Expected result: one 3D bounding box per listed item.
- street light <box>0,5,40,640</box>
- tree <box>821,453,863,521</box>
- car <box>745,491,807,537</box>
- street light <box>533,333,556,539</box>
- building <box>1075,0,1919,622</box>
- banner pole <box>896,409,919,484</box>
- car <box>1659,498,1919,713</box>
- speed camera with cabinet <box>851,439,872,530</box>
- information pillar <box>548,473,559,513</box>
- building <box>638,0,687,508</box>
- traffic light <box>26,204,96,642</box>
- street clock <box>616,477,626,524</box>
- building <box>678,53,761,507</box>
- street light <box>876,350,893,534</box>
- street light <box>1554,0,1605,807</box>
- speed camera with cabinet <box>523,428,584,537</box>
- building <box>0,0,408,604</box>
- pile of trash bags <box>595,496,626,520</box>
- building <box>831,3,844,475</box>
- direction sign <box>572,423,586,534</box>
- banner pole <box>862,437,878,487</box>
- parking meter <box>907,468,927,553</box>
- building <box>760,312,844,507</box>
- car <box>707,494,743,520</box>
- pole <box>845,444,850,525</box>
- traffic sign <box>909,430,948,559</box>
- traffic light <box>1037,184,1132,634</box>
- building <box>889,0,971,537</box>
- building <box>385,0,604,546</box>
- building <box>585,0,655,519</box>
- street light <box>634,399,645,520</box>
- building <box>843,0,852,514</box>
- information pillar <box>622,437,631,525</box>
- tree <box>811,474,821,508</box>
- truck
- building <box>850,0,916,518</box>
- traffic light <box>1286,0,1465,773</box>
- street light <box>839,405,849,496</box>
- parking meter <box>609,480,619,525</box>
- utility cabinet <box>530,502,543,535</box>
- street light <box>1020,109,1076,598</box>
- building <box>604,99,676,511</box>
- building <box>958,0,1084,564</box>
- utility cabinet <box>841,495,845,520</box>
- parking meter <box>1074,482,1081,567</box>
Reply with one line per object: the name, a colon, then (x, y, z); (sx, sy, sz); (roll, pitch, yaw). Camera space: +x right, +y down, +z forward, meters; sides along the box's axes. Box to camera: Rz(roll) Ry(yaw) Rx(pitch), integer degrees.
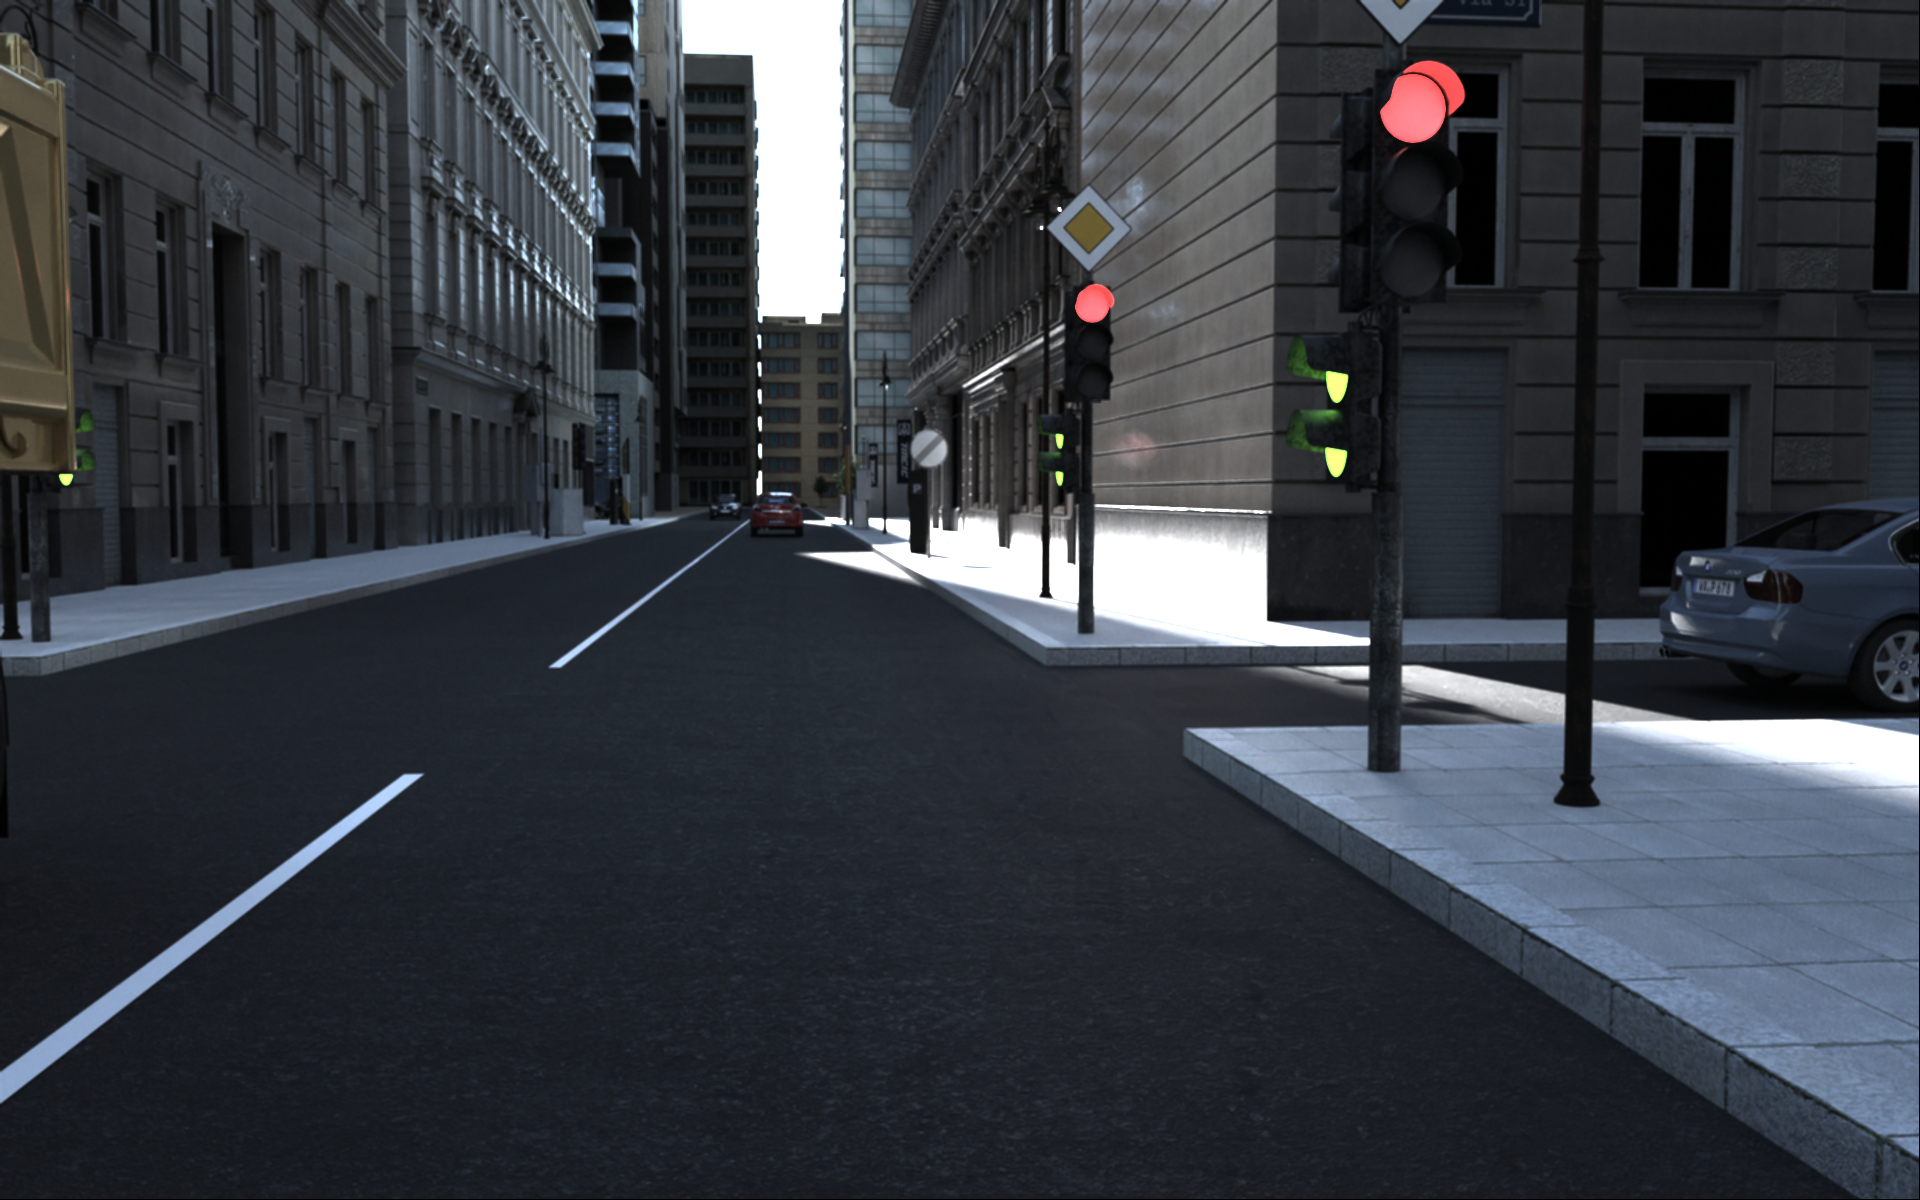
street light: (-8.391, -2.590, 15.140); (0.468, 5.910, 1.993); (0, 4, -6)
tree: (-5.810, -5.729, 88.276); (1.663, 3.219, 1.824); (0, 3, 0)
car: (-6.353, -3.114, 59.950); (2.155, 1.783, 4.494); (0, 4, -6)
street light: (-11.892, -4.703, 49.687); (0.468, 5.910, 1.993); (0, 4, -6)
building: (14.569, -13.831, 23.407); (25.104, 27.353, 12.463); (0, 4, -6)
banner pole: (-1.487, -3.725, 50.916); (0.863, 3.779, 0.401); (1, 4, 22)
car: (7.348, -0.017, 12.282); (4.499, 1.417, 2.014); (0, 4, -6)
speed camera with cabinet: (-3.616, -4.217, 63.282); (0.660, 3.252, 2.038); (0, 4, -8)
information pillar: (-14.075, -3.393, 59.969); (0.304, 2.012, 0.304); (2, 4, 26)
building: (-37.301, -34.166, 147.846); (27.495, 52.752, 28.713); (0, 4, -6)
traffic light: (-7.969, -1.591, 14.937); (0.839, 4.253, 0.868); (0, 4, -6)
street clock: (-14.311, -4.209, 73.385); (0.471, 2.002, 0.358); (-3, 5, -41)
building: (-32.113, -34.227, 183.314); (21.600, 48.544, 21.300); (0, 4, -6)
street light: (-2.425, -5.080, 55.839); (0.468, 5.910, 1.993); (0, 4, -6)
street light: (2.559, -2.093, 7.005); (0.468, 5.910, 1.993); (0, 4, -6)
speed camera with cabinet: (-12.357, -3.568, 52.671); (0.660, 3.252, 2.038); (2, 4, 29)
building: (-17.641, -14.078, 27.436); (12.463, 27.353, 25.104); (0, 4, -6)
pile of trash bags: (-18.382, -4.770, 87.735); (3.447, 1.369, 1.912); (2, 4, 35)
building: (0.796, -32.499, 150.972); (23.786, 49.044, 30.456); (0, 4, -6)
direction sign: (-12.259, -3.901, 55.781); (0.379, 3.537, 0.876); (1, 4, 13)
banner pole: (-3.971, -5.237, 75.642); (0.863, 3.779, 0.401); (1, 4, 13)
parking meter: (-0.924, -1.948, 37.560); (0.399, 1.863, 0.255); (1, 4, 8)
building: (-7.098, -21.072, 189.572); (28.899, 21.520, 27.650); (0, 4, -6)
car: (-13.130, -5.331, 96.946); (2.009, 1.686, 4.222); (0, 4, -7)
pole: (-4.597, -4.713, 70.905); (0.158, 3.312, 0.155); (0, 3, 0)
traffic sign: (-0.615, -2.090, 34.275); (0.768, 2.556, 0.104); (0, 4, -2)
traffic light: (1.144, -1.649, 15.876); (0.839, 4.253, 0.868); (0, 4, -6)
building: (2.465, -13.487, 71.428); (10.553, 20.767, 40.483); (0, 4, -6)
building: (-23.371, -17.480, 62.219); (17.030, 29.872, 44.131); (0, 4, -6)
building: (-29.387, -48.280, 102.054); (22.319, 86.520, 31.000); (0, 4, -6)
street light: (-15.568, -6.823, 84.347); (0.468, 5.910, 1.993); (0, 4, -6)
building: (2.350, -35.395, 120.701); (21.231, 58.520, 28.212); (0, 4, -6)
information pillar: (-13.852, -4.923, 71.851); (0.183, 3.616, 0.504); (-3, 4, -39)
tree: (-13.329, -10.600, 167.905); (1.663, 3.219, 1.824); (0, 3, 0)
truck: (-4.199, -0.364, 1.882); (3.469, 3.379, 9.791); (0, 4, -6)
building: (0.660, -25.458, 99.840); (14.154, 41.232, 14.086); (0, 4, -6)
traffic light: (1.952, -1.163, 7.932); (0.839, 4.253, 0.868); (0, 4, -6)
street light: (-6.049, -7.189, 90.321); (0.468, 5.910, 1.993); (0, 4, -6)
parking meter: (-14.549, -4.105, 72.834); (0.255, 1.863, 0.399); (1, 4, 14)
utility cabinet: (-13.308, -2.651, 54.512); (0.306, 1.237, 1.020); (0, 4, -8)
street light: (1.066, -2.970, 21.344); (0.468, 5.910, 1.993); (0, 4, -6)
building: (-28.449, -21.699, 126.487); (14.160, 30.474, 14.107); (0, 4, -6)
building: (5.732, -10.777, 40.826); (10.561, 19.102, 19.286); (0, 4, -6)
utility cabinet: (-5.629, -4.498, 84.707); (0.306, 1.237, 1.020); (-1, 4, -10)
parking meter: (2.155, -1.531, 30.739); (0.255, 1.863, 0.399); (0, 4, 6)
